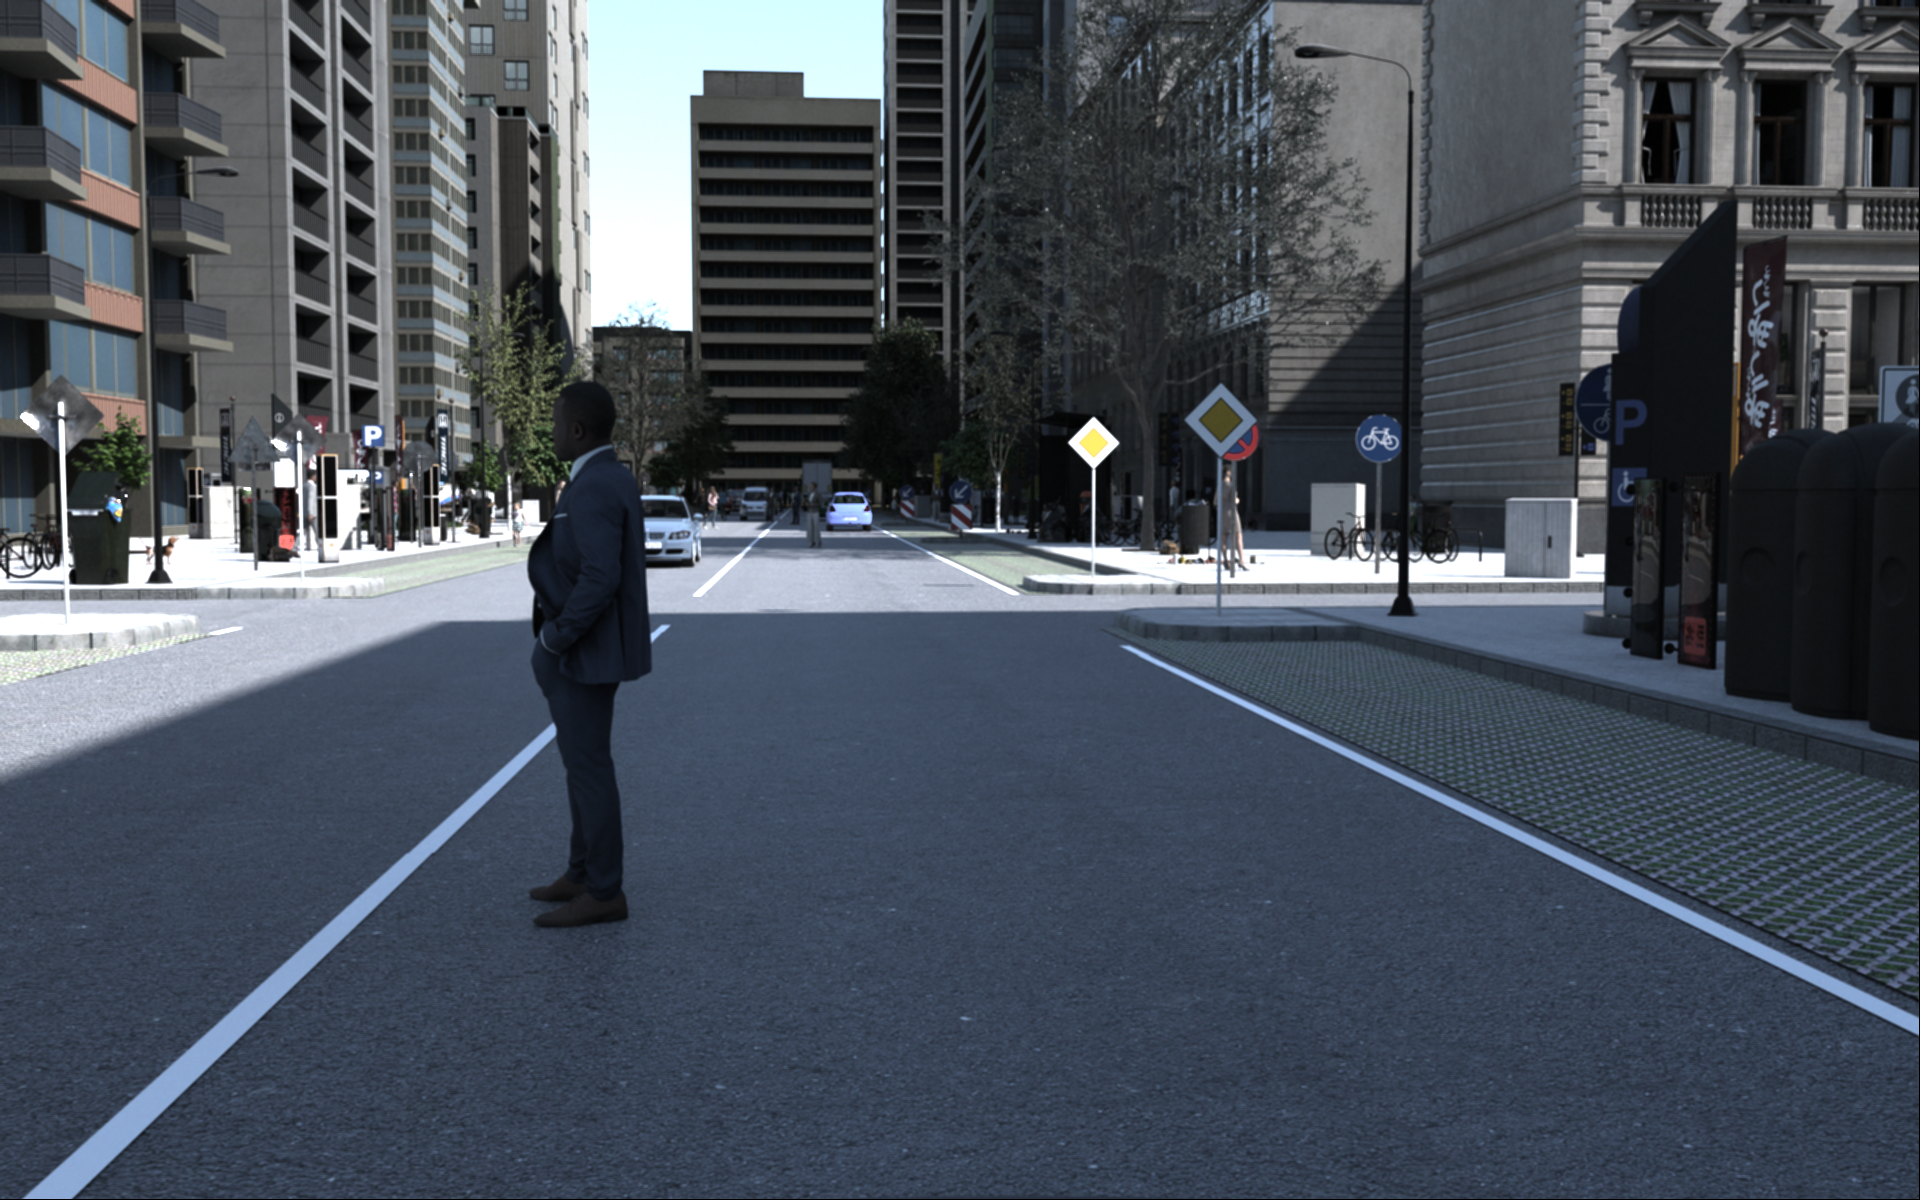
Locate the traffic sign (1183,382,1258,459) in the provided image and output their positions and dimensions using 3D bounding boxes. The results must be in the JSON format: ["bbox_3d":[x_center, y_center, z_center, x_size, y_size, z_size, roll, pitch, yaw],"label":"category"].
[{"bbox_3d":[2.728,-0.969,18.037,0.795,2.593,0.064,0,4,-5],"label":"traffic sign"}]

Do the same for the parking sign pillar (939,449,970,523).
[{"bbox_3d":[-0.220,-5.455,77.654,1.447,3.967,1.447,-2,4,-24],"label":"parking sign pillar"}]

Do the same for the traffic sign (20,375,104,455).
[{"bbox_3d":[-8.823,-0.908,17.037,0.795,2.593,0.064,0,4,-5],"label":"traffic sign"}]

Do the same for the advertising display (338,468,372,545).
[{"bbox_3d":[-15.223,-2.333,43.359,0.123,1.923,0.974,3,5,45],"label":"advertising display"}]

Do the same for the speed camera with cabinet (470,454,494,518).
[{"bbox_3d":[-23.588,-5.560,85.234,0.660,3.252,2.038,-3,4,-37],"label":"speed camera with cabinet"}]

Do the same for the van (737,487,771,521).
[{"bbox_3d":[-11.170,-5.380,94.967,2.013,2.044,4.112,0,4,-4],"label":"van"}]

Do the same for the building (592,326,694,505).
[{"bbox_3d":[-46.150,-21.962,204.111,28.899,21.520,27.650,0,4,-5],"label":"building"}]

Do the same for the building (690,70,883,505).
[{"bbox_3d":[-20.110,-35.413,202.699,21.600,48.544,21.300,0,4,-5],"label":"building"}]

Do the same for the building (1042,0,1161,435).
[{"bbox_3d":[16.248,-35.289,118.976,21.231,58.520,28.212,0,4,-5],"label":"building"}]

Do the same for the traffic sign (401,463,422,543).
[{"bbox_3d":[-14.236,-2.617,44.921,0.606,2.300,0.079,0,4,-1],"label":"traffic sign"}]

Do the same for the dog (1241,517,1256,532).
[{"bbox_3d":[9.754,-2.551,58.543,0.406,0.507,0.540,1,4,23],"label":"dog"}]

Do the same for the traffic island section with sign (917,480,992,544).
[{"bbox_3d":[-0.141,-2.576,50.741,1.989,1.847,2.006,0,4,-5],"label":"traffic island section with sign"}]

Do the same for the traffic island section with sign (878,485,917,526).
[{"bbox_3d":[-2.521,-4.218,77.591,1.989,1.847,2.006,0,4,-5],"label":"traffic island section with sign"}]

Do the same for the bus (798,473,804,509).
[{"bbox_3d":[-13.850,-10.620,165.190,2.896,3.916,12.252,0,4,-7],"label":"bus"}]

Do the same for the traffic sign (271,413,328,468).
[{"bbox_3d":[-9.528,-1.395,24.991,0.795,2.593,0.064,0,4,-5],"label":"traffic sign"}]

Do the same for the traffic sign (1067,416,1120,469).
[{"bbox_3d":[2.022,-1.456,25.991,0.795,2.593,0.064,0,4,-5],"label":"traffic sign"}]

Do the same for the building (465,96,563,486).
[{"bbox_3d":[-37.715,-21.847,128.897,14.160,30.474,14.107,0,4,-5],"label":"building"}]

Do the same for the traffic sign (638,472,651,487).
[{"bbox_3d":[-17.867,-5.988,98.017,0.768,2.556,0.104,0,4,2],"label":"traffic sign"}]

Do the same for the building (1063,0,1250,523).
[{"bbox_3d":[13.099,-17.892,89.792,12.463,27.353,25.104,0,4,-5],"label":"building"}]

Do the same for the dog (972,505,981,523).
[{"bbox_3d":[0.551,-3.781,76.201,0.513,0.831,0.800,-1,4,-17],"label":"dog"}]

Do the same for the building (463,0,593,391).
[{"bbox_3d":[-46.671,-34.275,149.639,27.495,52.752,28.713,0,4,-5],"label":"building"}]

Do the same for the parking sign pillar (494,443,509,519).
[{"bbox_3d":[-24.145,-6.243,90.540,1.447,3.967,1.447,2,4,26],"label":"parking sign pillar"}]

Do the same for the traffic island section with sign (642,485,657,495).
[{"bbox_3d":[-13.907,-4.234,77.849,1.989,1.847,2.006,0,4,-5],"label":"traffic island section with sign"}]

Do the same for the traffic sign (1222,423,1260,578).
[{"bbox_3d":[4.162,-1.606,26.368,0.768,2.556,0.104,0,4,-2],"label":"traffic sign"}]

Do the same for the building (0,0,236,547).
[{"bbox_3d":[-33.045,-23.863,44.789,22.147,44.769,28.867,0,4,-5],"label":"building"}]

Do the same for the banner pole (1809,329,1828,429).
[{"bbox_3d":[13.102,-2.233,26.520,0.401,3.779,0.863,1,4,11],"label":"banner pole"}]

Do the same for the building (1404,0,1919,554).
[{"bbox_3d":[21.836,-13.012,41.619,19.941,23.489,11.050,0,4,-5],"label":"building"}]

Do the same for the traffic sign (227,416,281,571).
[{"bbox_3d":[-11.764,-1.766,28.871,0.884,2.594,0.081,0,4,-1],"label":"traffic sign"}]

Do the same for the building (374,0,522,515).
[{"bbox_3d":[-44.673,-25.505,108.896,32.217,40.220,23.993,0,4,-5],"label":"building"}]

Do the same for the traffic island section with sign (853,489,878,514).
[{"bbox_3d":[-6.943,-7.266,127.434,1.989,1.847,2.006,0,4,-5],"label":"traffic island section with sign"}]

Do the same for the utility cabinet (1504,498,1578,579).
[{"bbox_3d":[8.895,-0.941,26.543,1.020,1.237,0.306,3,4,39],"label":"utility cabinet"}]

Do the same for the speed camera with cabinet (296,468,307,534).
[{"bbox_3d":[-21.539,-3.828,56.917,0.660,3.252,2.038,1,4,17],"label":"speed camera with cabinet"}]

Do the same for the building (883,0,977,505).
[{"bbox_3d":[1.633,-46.797,203.382,20.611,71.187,20.563,0,4,-5],"label":"building"}]

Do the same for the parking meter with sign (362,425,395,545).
[{"bbox_3d":[-14.941,-2.958,44.632,0.543,3.016,1.738,-1,4,-8],"label":"parking meter with sign"}]

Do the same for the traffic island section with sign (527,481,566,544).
[{"bbox_3d":[-11.482,-2.564,50.541,1.989,1.847,2.006,0,4,-5],"label":"traffic island section with sign"}]

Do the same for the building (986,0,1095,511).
[{"bbox_3d":[8.953,-27.918,140.052,14.154,41.232,14.086,0,4,-5],"label":"building"}]

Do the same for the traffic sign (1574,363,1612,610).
[{"bbox_3d":[6.367,-1.030,16.949,0.768,2.556,0.104,0,4,2],"label":"traffic sign"}]

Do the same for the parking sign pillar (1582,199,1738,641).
[{"bbox_3d":[6.459,-1.666,15.716,1.447,3.967,1.447,-3,4,-36],"label":"parking sign pillar"}]

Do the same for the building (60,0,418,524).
[{"bbox_3d":[-35.455,-39.041,76.575,20.563,71.187,20.611,0,4,-5],"label":"building"}]

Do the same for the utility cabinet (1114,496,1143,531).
[{"bbox_3d":[5.655,-2.875,58.161,1.020,1.237,0.306,3,5,44],"label":"utility cabinet"}]

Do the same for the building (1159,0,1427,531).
[{"bbox_3d":[14.415,-13.404,68.307,9.793,20.994,18.267,0,4,-5],"label":"building"}]

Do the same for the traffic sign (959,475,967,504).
[{"bbox_3d":[0.242,-4.398,74.037,0.606,2.300,0.079,0,4,1],"label":"traffic sign"}]

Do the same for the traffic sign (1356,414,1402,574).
[{"bbox_3d":[6.719,-1.694,27.806,0.768,2.556,0.104,0,4,2],"label":"traffic sign"}]

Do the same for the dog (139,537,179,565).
[{"bbox_3d":[-14.499,-0.889,31.366,0.406,0.507,0.540,2,4,29],"label":"dog"}]

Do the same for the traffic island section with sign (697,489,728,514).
[{"bbox_3d":[-18.263,-7.239,126.978,1.989,1.847,2.006,0,4,-5],"label":"traffic island section with sign"}]

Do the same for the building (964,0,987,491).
[{"bbox_3d":[11.935,-32.684,158.090,21.300,48.544,21.600,0,4,-5],"label":"building"}]

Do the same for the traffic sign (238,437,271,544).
[{"bbox_3d":[-12.620,-1.766,31.008,0.606,2.300,0.079,0,4,4],"label":"traffic sign"}]

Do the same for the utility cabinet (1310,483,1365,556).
[{"bbox_3d":[7.761,-1.644,35.559,0.318,1.500,1.173,-3,4,-38],"label":"utility cabinet"}]

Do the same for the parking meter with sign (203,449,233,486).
[{"bbox_3d":[-26.857,-4.041,62.335,0.543,3.016,1.738,2,4,27],"label":"parking meter with sign"}]

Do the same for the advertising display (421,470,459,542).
[{"bbox_3d":[-14.069,-2.537,46.697,0.974,1.923,0.123,-3,5,-42],"label":"advertising display"}]

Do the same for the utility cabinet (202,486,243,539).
[{"bbox_3d":[-20.979,-2.487,49.343,0.318,1.500,1.173,2,4,25],"label":"utility cabinet"}]

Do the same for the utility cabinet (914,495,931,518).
[{"bbox_3d":[-2.006,-4.982,92.624,0.306,1.237,1.020,3,5,43],"label":"utility cabinet"}]

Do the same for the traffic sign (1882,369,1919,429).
[{"bbox_3d":[7.645,-0.720,13.904,0.606,2.300,0.079,0,4,1],"label":"traffic sign"}]

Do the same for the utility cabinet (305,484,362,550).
[{"bbox_3d":[-14.302,-1.885,39.504,1.173,1.500,0.318,-3,5,-41],"label":"utility cabinet"}]

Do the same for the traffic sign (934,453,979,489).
[{"bbox_3d":[-0.170,-5.625,85.838,2.265,3.308,0.079,0,4,3],"label":"traffic sign"}]

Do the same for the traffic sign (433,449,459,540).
[{"bbox_3d":[-14.442,-2.966,48.599,0.768,2.556,0.104,0,4,4],"label":"traffic sign"}]

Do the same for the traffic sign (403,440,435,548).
[{"bbox_3d":[-12.843,-2.508,41.119,0.768,2.556,0.104,0,4,-5],"label":"traffic sign"}]

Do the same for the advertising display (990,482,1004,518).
[{"bbox_3d":[2.068,-5.322,92.231,0.974,1.923,0.123,-1,4,-14],"label":"advertising display"}]

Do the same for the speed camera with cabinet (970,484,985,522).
[{"bbox_3d":[0.516,-5.235,79.934,0.660,3.252,2.038,-1,4,-21],"label":"speed camera with cabinet"}]
